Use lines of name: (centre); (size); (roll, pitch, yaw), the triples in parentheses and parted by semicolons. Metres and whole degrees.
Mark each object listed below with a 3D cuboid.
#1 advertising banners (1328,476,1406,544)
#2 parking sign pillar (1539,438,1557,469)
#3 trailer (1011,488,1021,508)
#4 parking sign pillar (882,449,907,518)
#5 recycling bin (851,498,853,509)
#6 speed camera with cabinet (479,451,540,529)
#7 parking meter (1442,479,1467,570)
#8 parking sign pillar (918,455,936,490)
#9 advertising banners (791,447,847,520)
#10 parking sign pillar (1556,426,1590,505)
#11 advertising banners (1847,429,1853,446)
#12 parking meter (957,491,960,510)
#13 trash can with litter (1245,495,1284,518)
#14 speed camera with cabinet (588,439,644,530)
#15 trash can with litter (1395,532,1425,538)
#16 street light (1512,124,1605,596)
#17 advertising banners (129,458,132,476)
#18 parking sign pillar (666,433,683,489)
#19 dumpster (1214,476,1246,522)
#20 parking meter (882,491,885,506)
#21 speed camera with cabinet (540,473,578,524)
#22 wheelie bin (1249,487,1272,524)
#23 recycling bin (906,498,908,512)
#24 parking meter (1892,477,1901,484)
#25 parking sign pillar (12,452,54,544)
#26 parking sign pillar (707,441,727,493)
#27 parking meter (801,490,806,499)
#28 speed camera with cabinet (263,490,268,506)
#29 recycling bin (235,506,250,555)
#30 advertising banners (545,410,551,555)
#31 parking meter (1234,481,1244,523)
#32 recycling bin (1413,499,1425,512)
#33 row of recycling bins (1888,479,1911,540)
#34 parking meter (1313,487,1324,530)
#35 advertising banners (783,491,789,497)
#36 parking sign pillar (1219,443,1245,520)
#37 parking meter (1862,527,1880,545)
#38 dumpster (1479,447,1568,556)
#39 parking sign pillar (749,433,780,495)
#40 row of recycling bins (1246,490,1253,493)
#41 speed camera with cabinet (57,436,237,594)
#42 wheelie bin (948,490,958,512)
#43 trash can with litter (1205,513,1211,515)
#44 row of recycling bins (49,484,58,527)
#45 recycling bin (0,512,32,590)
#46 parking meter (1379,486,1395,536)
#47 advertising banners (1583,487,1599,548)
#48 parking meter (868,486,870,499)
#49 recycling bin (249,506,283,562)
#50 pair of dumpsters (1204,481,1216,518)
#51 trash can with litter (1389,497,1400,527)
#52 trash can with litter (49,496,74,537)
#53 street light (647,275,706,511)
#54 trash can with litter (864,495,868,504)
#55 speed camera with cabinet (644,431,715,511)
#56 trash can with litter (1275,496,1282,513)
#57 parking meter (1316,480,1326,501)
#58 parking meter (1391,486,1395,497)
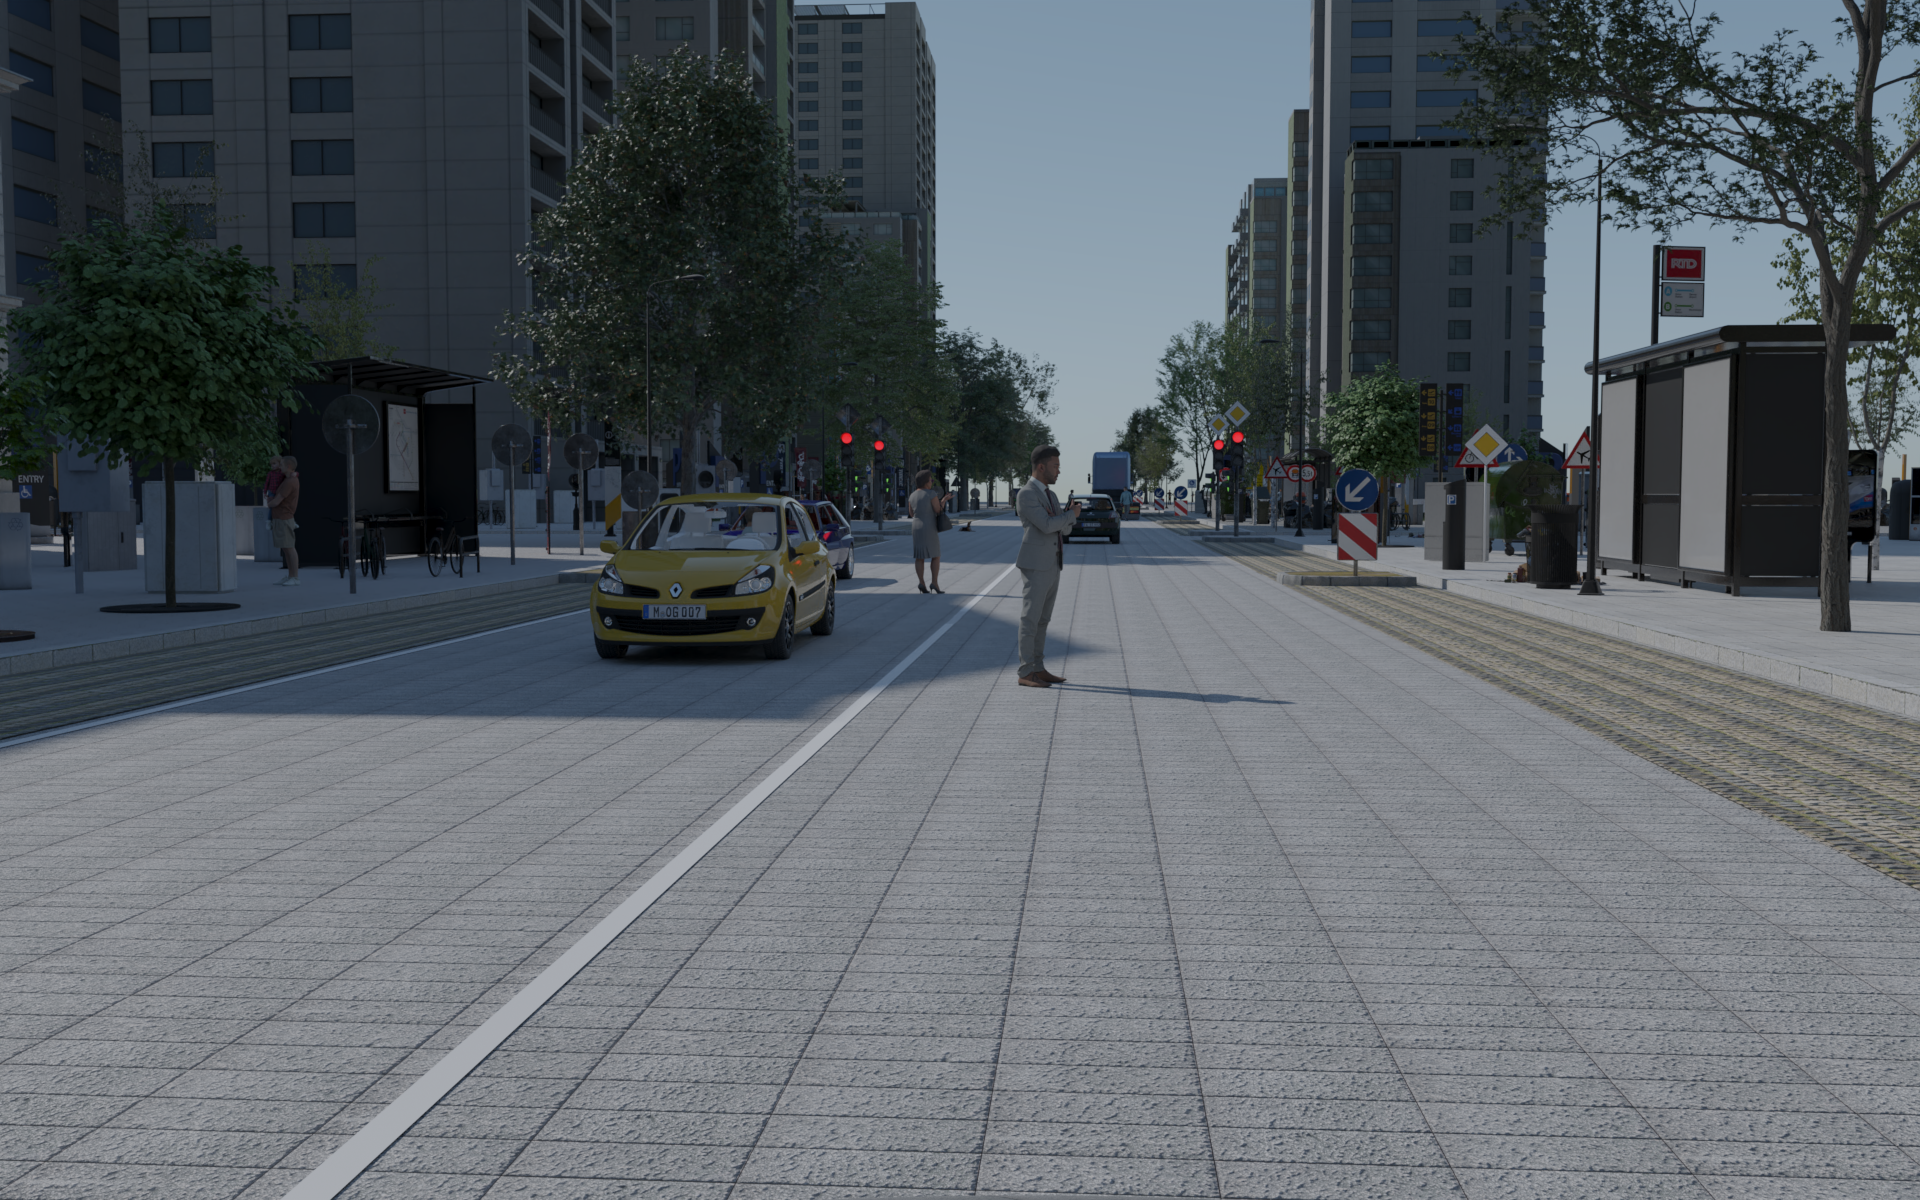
advertising banners: (10.556, -2.963, 44.635); (2.074, 3.025, 0.090); (1, 4, 12)
parking sign pillar: (27.635, -5.652, 80.886); (1.447, 3.967, 1.447); (2, 4, 35)
trailer: (5.624, -9.711, 165.829); (1.471, 1.999, 3.904); (0, 4, 3)
parking sign pillar: (-3.780, -6.293, 91.355); (1.447, 3.967, 1.447); (0, 4, 7)
recycling bin: (-6.611, -5.328, 99.664); (0.722, 1.027, 0.722); (-2, 4, -24)
speed camera with cabinet: (-16.607, -4.237, 63.618); (0.660, 3.252, 2.038); (3, 5, 43)
parking meter: (8.370, -1.279, 29.322); (0.372, 1.533, 0.369); (0, 3, 0)
parking sign pillar: (-2.127, -7.487, 110.878); (1.447, 3.967, 1.447); (-3, 5, -42)
advertising banners: (-5.218, -4.164, 64.272); (2.074, 3.025, 0.090); (1, 4, 22)
parking sign pillar: (24.913, -4.936, 69.169); (1.447, 3.967, 1.447); (0, 4, -4)
advertising banners: (23.007, -3.043, 45.949); (2.074, 3.025, 0.090); (-2, 4, -29)
parking meter: (-0.042, -7.808, 136.078); (0.372, 1.533, 0.369); (0, 3, 0)
trash can with litter: (18.067, -5.700, 104.257); (2.233, 1.210, 1.678); (0, 4, -1)
speed camera with cabinet: (-12.436, -4.188, 62.807); (2.038, 3.252, 0.660); (1, 4, 13)
trash can with litter: (13.816, -2.438, 50.912); (1.678, 1.210, 2.233); (-2, 4, -33)
street light: (7.480, -3.018, 21.888); (1.470, 5.913, 1.316); (0, 4, 4)
advertising banners: (-40.995, -5.364, 83.891); (2.074, 3.025, 0.090); (-3, 5, -39)
parking sign pillar: (-11.651, -5.155, 72.762); (1.447, 3.967, 1.447); (-2, 4, -25)
dumpster: (12.748, -4.827, 81.409); (1.502, 2.255, 1.985); (0, 4, 4)
parking meter: (-4.008, -4.877, 88.143); (0.372, 1.533, 0.369); (0, 3, 0)
speed camera with cabinet: (-17.697, -4.959, 75.422); (2.038, 3.252, 0.660); (0, 4, -3)
wheelie bin: (12.750, -4.024, 73.698); (0.980, 1.594, 0.693); (-1, 4, -21)
recycling bin: (-3.258, -6.496, 118.759); (0.722, 1.027, 0.722); (2, 4, 33)
parking meter: (32.548, -3.337, 60.265); (0.255, 1.863, 0.399); (2, 4, 25)
parking sign pillar: (-24.240, -3.436, 44.654); (1.447, 3.967, 1.447); (2, 4, 29)
parking sign pillar: (-12.323, -6.093, 88.098); (1.447, 3.967, 1.447); (2, 4, 24)
parking meter: (-10.176, -6.369, 112.548); (0.372, 1.533, 0.369); (0, 3, 0)
speed camera with cabinet: (-20.806, -3.678, 54.470); (2.038, 3.252, 0.660); (0, 4, -1)
recycling bin: (-14.954, -1.472, 36.617); (0.722, 1.027, 0.722); (-1, 4, -11)
advertising banners: (-8.773, -2.489, 36.890); (0.090, 3.025, 2.074); (-1, 4, -15)
parking meter: (12.480, -4.395, 77.571); (0.399, 1.863, 0.255); (0, 4, -8)
recycling bin: (23.456, -4.607, 87.873); (0.722, 1.027, 0.722); (3, 5, 40)
row of recycling bins: (27.355, -2.588, 49.420); (1.069, 1.692, 3.534); (3, 5, 43)
parking meter: (12.876, -3.294, 62.265); (0.372, 1.533, 0.369); (0, 3, 0)
advertising banners: (-8.459, -5.390, 84.314); (2.074, 3.025, 0.090); (-1, 4, -11)
parking sign pillar: (13.400, -5.955, 85.839); (1.447, 3.967, 1.447); (2, 4, 26)
parking meter: (23.084, -2.334, 43.879); (0.399, 1.863, 0.255); (-1, 4, -22)
dumpster: (11.817, -2.077, 36.455); (1.502, 2.255, 1.985); (0, 4, 4)
parking sign pillar: (-6.981, -4.497, 61.991); (1.447, 3.967, 1.447); (2, 4, 30)
row of recycling bins: (22.380, -7.676, 132.613); (3.534, 1.692, 1.069); (3, 5, 44)
speed camera with cabinet: (-10.525, -1.719, 22.435); (2.038, 3.252, 0.660); (0, 4, -1)
wheelie bin: (-0.469, -6.955, 121.615); (0.693, 1.594, 0.980); (1, 4, 15)
trash can with litter: (15.499, -5.788, 105.688); (2.233, 1.210, 1.678); (-3, 5, -42)
row of recycling bins: (-36.301, -3.707, 67.723); (3.534, 1.692, 1.069); (3, 5, 40)
recycling bin: (-12.972, -0.662, 23.375); (0.722, 1.027, 0.722); (-2, 4, -32)
parking meter: (12.881, -2.705, 52.642); (0.372, 1.533, 0.369); (0, 3, 0)
advertising banners: (14.911, -2.694, 40.236); (0.090, 3.025, 2.074); (0, 4, 1)
parking meter: (-6.631, -7.216, 123.695); (0.399, 1.863, 0.255); (0, 4, -4)
recycling bin: (-12.928, -1.248, 32.963); (0.722, 1.027, 0.722); (1, 4, 15)
pair of dumpsters: (14.014, -5.532, 92.947); (1.574, 2.255, 4.437); (0, 4, 5)
trash can with litter: (16.268, -3.351, 66.168); (1.055, 1.170, 0.624); (-2, 4, -35)
trash can with litter: (-27.344, -2.520, 52.255); (2.233, 1.210, 1.678); (2, 4, 32)
street light: (-6.085, -3.934, 36.870); (1.470, 5.913, 1.316); (0, 4, 4)
trash can with litter: (-5.153, -5.063, 93.840); (1.678, 1.210, 2.233); (-1, 4, -10)
speed camera with cabinet: (-8.449, -3.562, 52.571); (2.038, 3.252, 0.660); (-3, 4, -37)
trash can with litter: (19.637, -5.854, 107.102); (1.055, 1.170, 0.624); (-2, 4, -24)
parking meter: (15.020, -4.064, 72.165); (0.399, 1.863, 0.255); (0, 4, 5)
parking meter: (31.102, -7.258, 124.382); (0.255, 1.863, 0.399); (2, 4, 33)
